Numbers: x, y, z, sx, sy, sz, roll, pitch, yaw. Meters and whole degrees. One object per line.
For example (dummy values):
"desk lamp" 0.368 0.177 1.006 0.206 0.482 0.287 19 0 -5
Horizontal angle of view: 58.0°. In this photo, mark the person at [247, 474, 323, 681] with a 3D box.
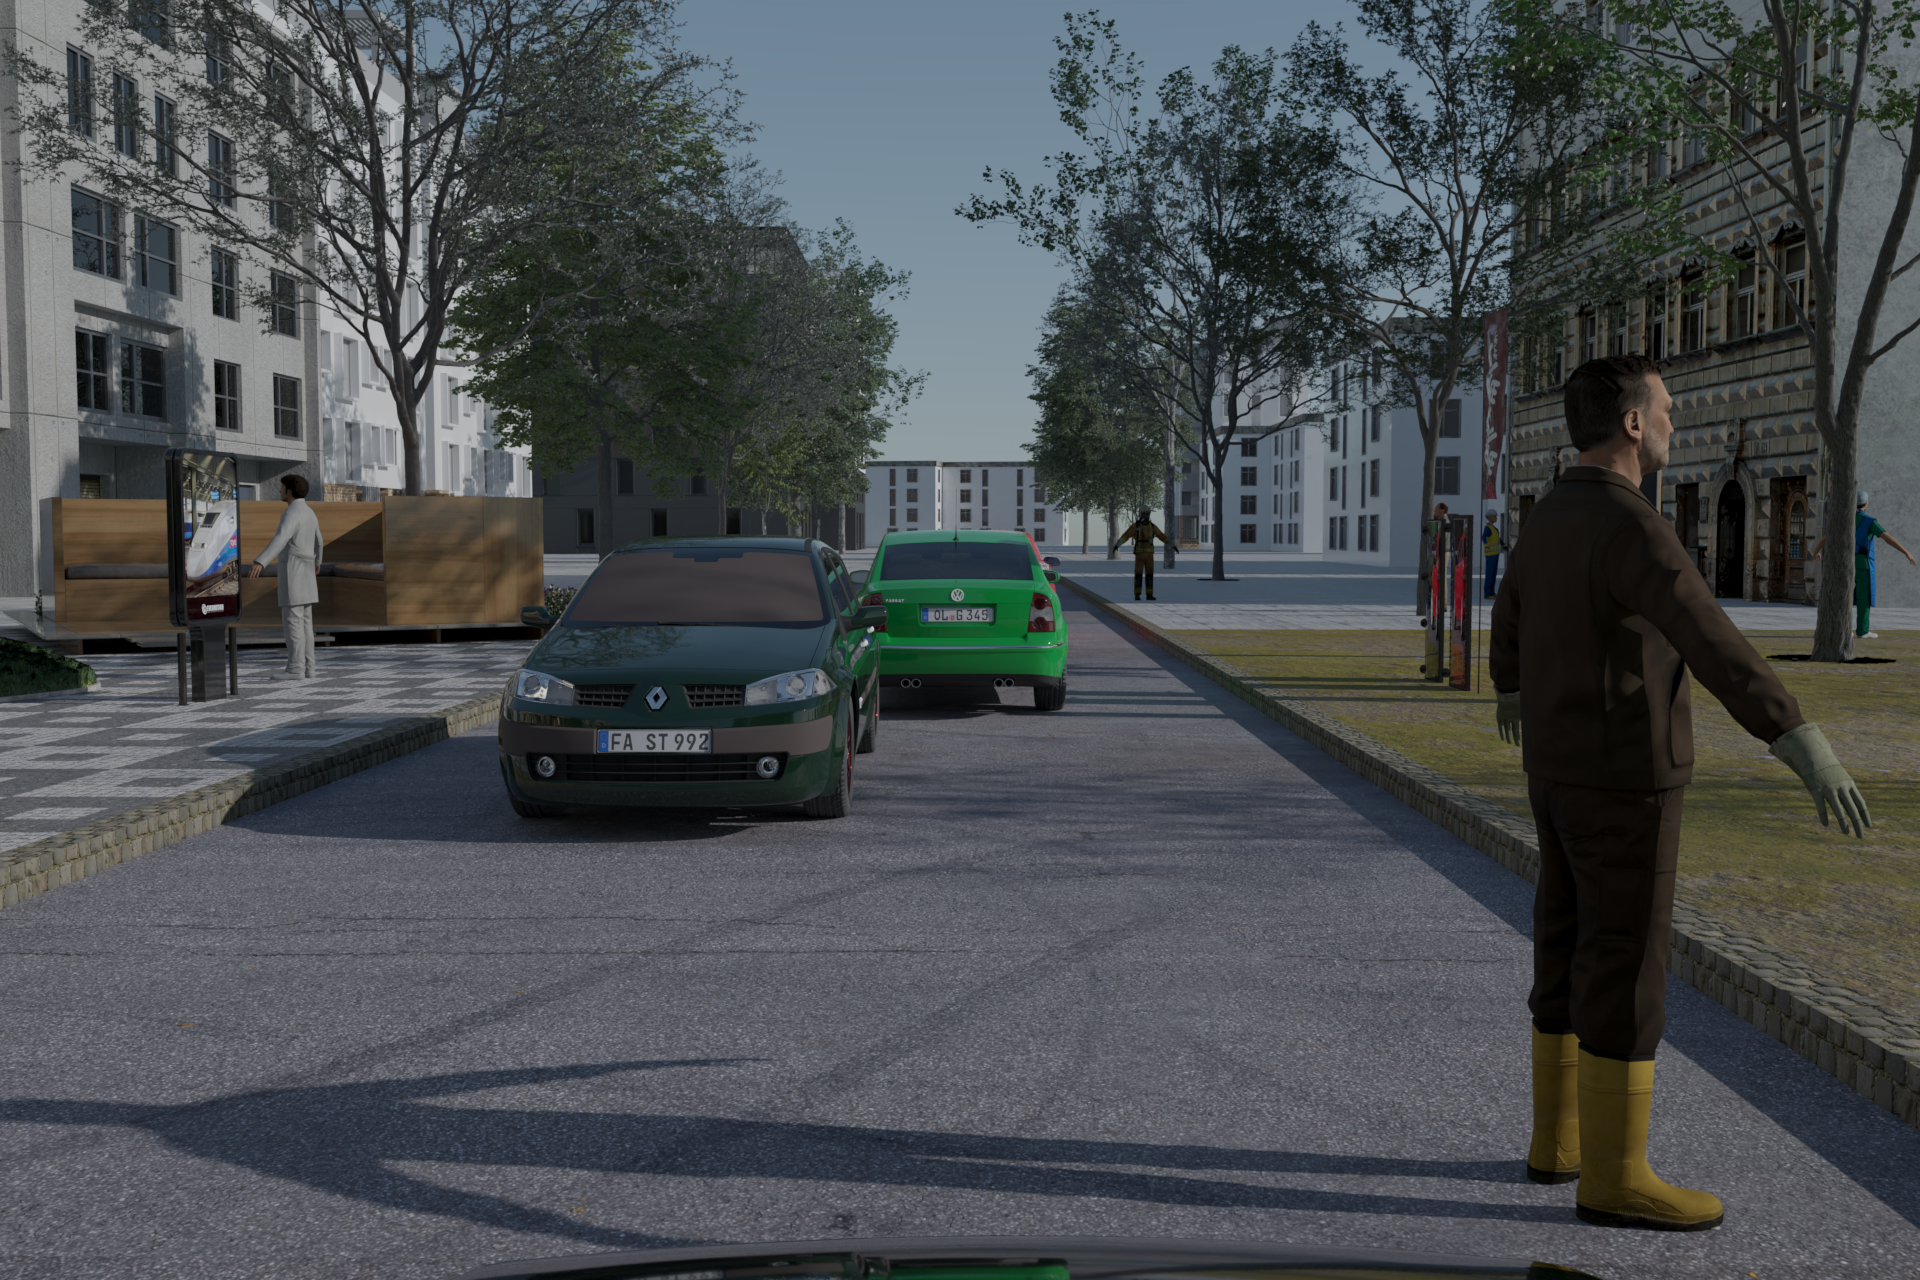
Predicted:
"person" -5.896 -0.558 15.311 0.705 1.806 1.347 0 4 2

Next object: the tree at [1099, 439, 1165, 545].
"tree" 19.421 -17.455 195.752 12.009 13.543 11.850 0 3 0

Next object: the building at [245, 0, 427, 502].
"building" -25.604 -12.046 53.377 16.016 20.090 11.380 0 4 0

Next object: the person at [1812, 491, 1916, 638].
"person" 11.116 -0.935 21.422 0.704 1.817 1.347 -2 4 -30

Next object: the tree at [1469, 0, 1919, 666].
"tree" 8.741 -5.579 16.974 9.928 11.665 9.643 0 3 0

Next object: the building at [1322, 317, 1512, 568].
"building" 21.163 -7.648 67.187 9.099 9.664 28.070 0 4 1

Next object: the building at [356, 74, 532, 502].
"building" -26.299 -13.236 72.828 16.016 20.090 11.380 0 3 0

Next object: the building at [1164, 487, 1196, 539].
"building" 26.493 -19.806 180.251 16.016 20.090 11.380 0 4 0

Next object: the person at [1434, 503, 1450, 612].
"person" 7.897 -1.361 28.523 0.705 1.796 1.348 1 4 15

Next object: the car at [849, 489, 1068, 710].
"car" -0.046 -0.406 15.431 1.959 1.807 4.718 0 4 -1

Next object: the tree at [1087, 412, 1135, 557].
"tree" 8.398 -9.028 97.973 4.360 8.622 3.978 0 3 0

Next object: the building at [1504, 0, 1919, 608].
"building" 24.296 -12.682 38.287 19.493 23.208 18.063 0 4 1

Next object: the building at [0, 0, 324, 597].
"building" -27.110 -10.297 34.809 16.747 18.905 31.486 0 4 0

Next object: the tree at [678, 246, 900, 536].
"tree" -7.435 -10.398 76.660 9.857 13.997 8.962 0 3 0

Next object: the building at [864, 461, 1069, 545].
"building" -1.901 -15.535 198.600 28.070 9.664 9.099 1 4 10

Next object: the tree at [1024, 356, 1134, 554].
"tree" 7.682 -11.726 109.850 7.486 12.596 7.792 0 3 0

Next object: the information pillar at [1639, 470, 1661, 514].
"information pillar" 5.071 -0.525 13.079 0.304 2.012 0.304 0 4 -1

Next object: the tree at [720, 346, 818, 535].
"tree" -7.498 -7.106 66.553 4.737 8.622 4.395 0 3 0

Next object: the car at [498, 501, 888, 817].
"car" -1.394 -0.013 9.995 2.009 1.686 4.222 0 4 0

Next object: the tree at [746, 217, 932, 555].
"tree" -8.097 -15.314 106.270 12.611 20.169 13.585 0 3 0

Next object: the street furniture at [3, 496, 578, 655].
"street furniture" -7.739 -1.007 23.326 9.812 1.723 11.010 -2 4 -32

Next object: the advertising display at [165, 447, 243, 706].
"advertising display" -5.802 -0.496 13.331 0.123 1.923 0.974 0 4 2

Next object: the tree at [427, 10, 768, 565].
"tree" -8.363 -7.371 38.650 7.486 12.596 7.792 0 3 0

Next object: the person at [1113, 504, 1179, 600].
"person" 3.574 -1.698 33.523 1.354 1.858 0.705 -1 4 -14

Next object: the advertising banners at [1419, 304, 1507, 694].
"advertising banners" 4.147 -1.108 14.310 0.090 3.025 2.074 0 4 0

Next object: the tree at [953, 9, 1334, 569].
"tree" 6.477 -12.738 64.149 12.611 20.169 13.585 0 3 0

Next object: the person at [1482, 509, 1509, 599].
"person" 10.529 -1.687 34.045 0.721 1.772 1.216 3 4 36

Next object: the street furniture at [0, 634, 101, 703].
"street furniture" -9.567 0.318 10.432 5.734 0.657 10.072 0 4 2

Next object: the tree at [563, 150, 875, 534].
"tree" -7.628 -8.884 55.626 12.009 13.543 11.850 0 3 0

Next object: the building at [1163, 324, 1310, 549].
"building" 24.529 -18.812 163.989 16.016 20.090 11.380 0 4 1

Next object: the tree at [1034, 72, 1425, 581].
"tree" 7.035 -8.367 47.178 12.009 13.543 11.850 0 3 0

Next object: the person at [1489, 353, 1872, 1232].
"person" 1.411 0.299 3.704 0.704 1.812 1.346 0 4 -8

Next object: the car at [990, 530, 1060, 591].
"car" 0.354 -0.929 24.222 2.155 1.783 4.494 0 3 0

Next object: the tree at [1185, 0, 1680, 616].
"tree" 7.068 -5.642 26.661 8.767 10.594 7.601 3 5 40

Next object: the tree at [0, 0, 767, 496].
"tree" -7.867 -6.986 24.592 12.009 13.543 11.850 0 3 0

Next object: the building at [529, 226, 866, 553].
"building" -22.011 -17.588 131.541 27.936 21.610 32.646 0 3 0

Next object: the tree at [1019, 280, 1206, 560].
"tree" 7.631 -10.957 85.798 9.857 13.997 8.962 0 3 0

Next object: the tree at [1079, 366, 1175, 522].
"tree" 7.892 -7.614 74.844 4.360 8.622 3.978 0 3 0

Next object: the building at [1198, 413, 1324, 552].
"building" 24.768 -11.761 134.444 9.099 9.664 28.070 0 4 1

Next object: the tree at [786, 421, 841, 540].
"tree" -7.326 -8.421 88.041 4.737 8.622 4.395 0 3 0
